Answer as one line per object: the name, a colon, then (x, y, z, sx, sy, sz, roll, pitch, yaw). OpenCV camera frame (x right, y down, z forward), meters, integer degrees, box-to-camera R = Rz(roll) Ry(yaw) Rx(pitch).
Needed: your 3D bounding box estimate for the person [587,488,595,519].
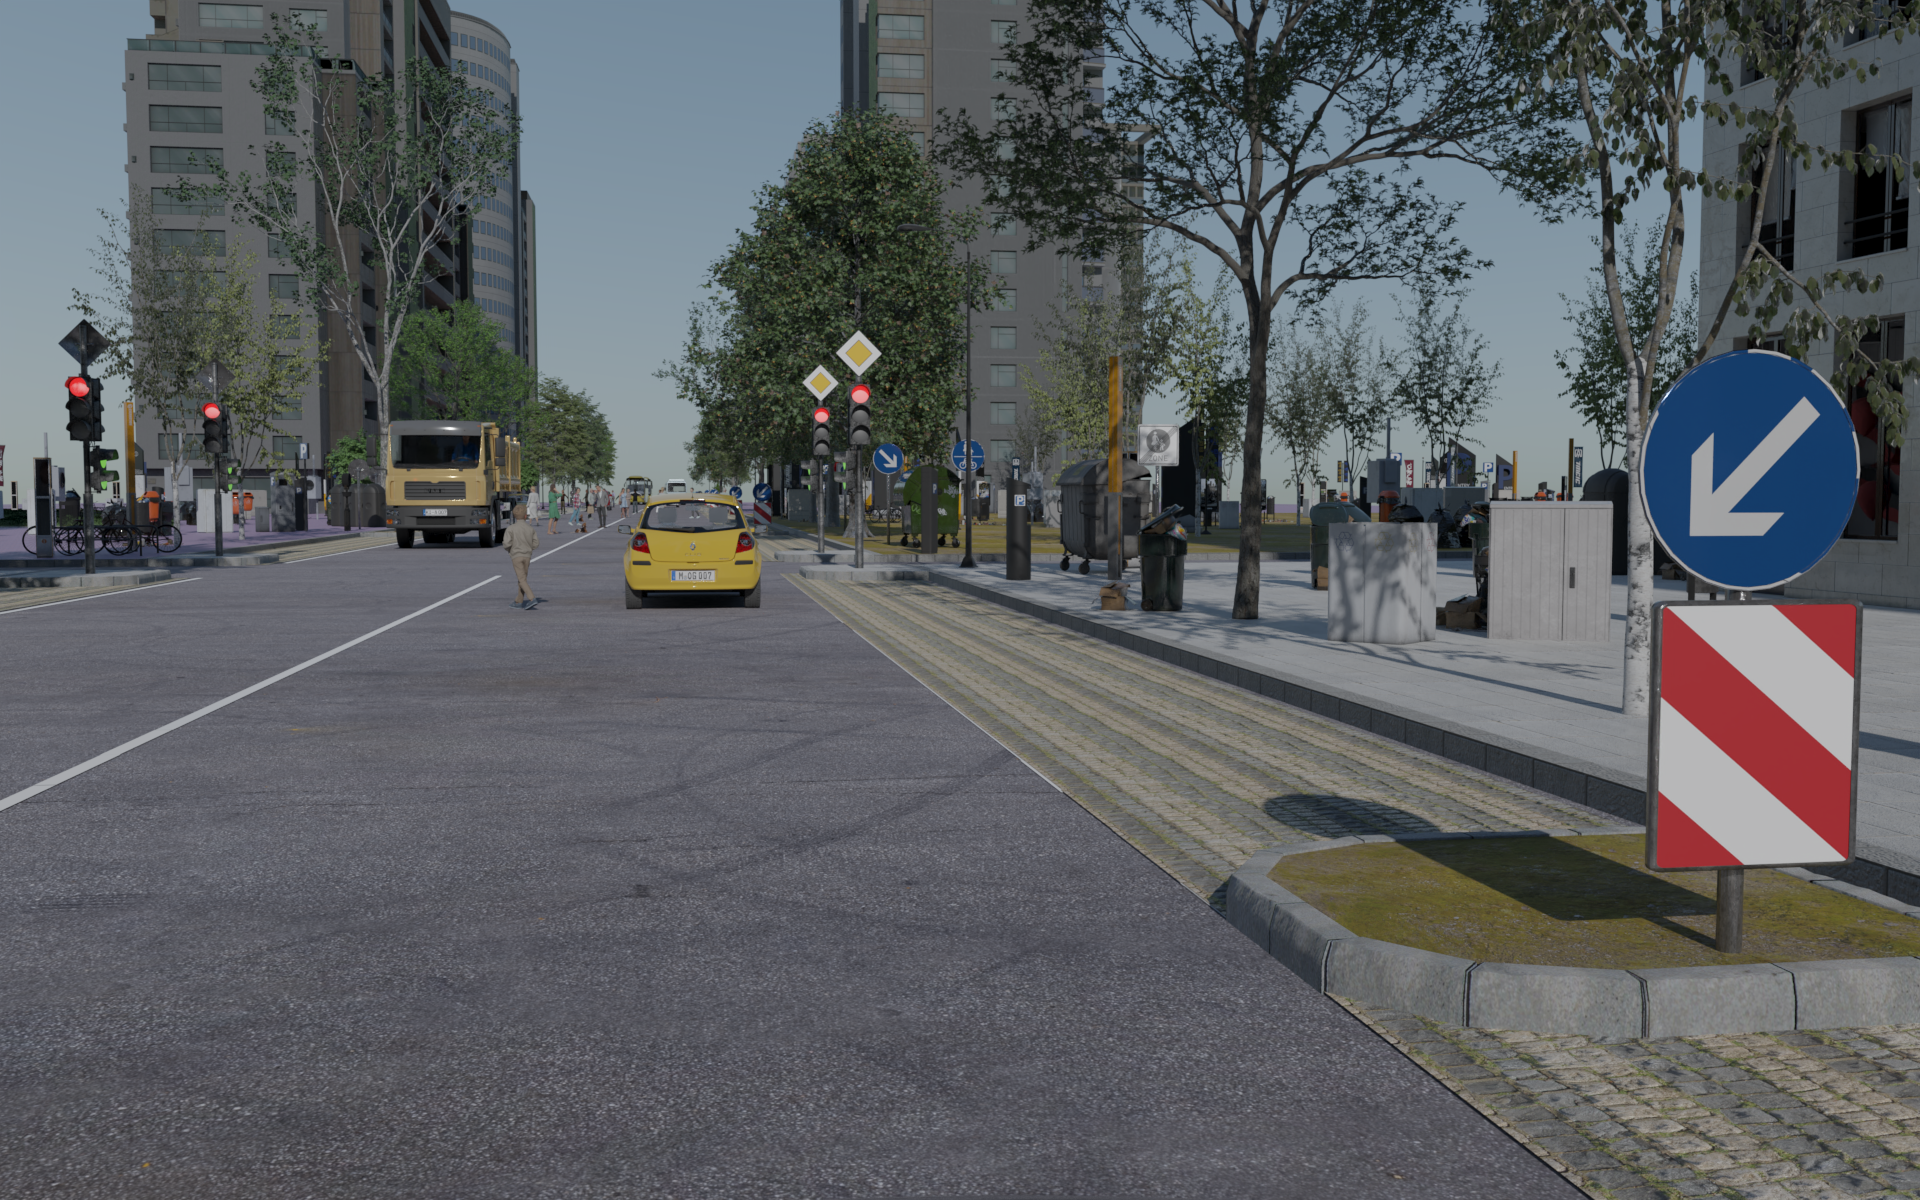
person: (-20.824, -5.416, 97.538, 0.515, 1.767, 0.782, 0, 4, 1)

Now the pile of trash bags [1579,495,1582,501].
pile of trash bags: (42.517, -6.650, 118.484, 3.447, 1.369, 1.912, 2, 4, 32)

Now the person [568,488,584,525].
person: (-17.617, -4.291, 79.497, 0.643, 1.720, 0.563, 1, 4, 11)

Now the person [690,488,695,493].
person: (-15.784, -5.778, 102.994, 0.620, 1.820, 0.660, -3, 5, -44)

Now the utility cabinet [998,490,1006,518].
utility cabinet: (2.588, -5.058, 91.374, 1.173, 1.500, 0.318, 2, 4, 29)

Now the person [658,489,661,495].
person: (-25.713, -8.551, 148.310, 1.348, 1.824, 0.705, 2, 4, 35)

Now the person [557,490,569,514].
person: (-28.095, -6.929, 122.306, 1.217, 1.766, 0.721, 1, 4, 23)

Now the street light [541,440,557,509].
street light: (-35.121, -10.733, 148.024, 1.470, 5.913, 1.316, -1, 4, -9)

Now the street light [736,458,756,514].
street light: (-13.990, -8.636, 113.734, 1.470, 5.913, 1.316, -1, 4, -9)

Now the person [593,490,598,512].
person: (-28.517, -7.740, 135.585, 0.617, 1.759, 0.750, -1, 4, -10)

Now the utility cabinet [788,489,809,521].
utility cabinet: (-7.613, -4.535, 82.830, 1.173, 1.500, 0.318, -1, 4, -14)

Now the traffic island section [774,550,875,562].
traffic island section: (-3.008, -0.951, 37.824, 2.009, 0.180, 2.903, -1, 4, -9)

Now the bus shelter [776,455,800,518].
bus shelter: (-8.775, -7.096, 93.647, 2.179, 5.291, 8.768, -1, 4, -9)

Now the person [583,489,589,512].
person: (-30.259, -8.058, 140.381, 0.705, 1.807, 1.348, 1, 4, 9)

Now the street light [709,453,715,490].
street light: (-27.545, -13.682, 196.242, 1.470, 5.913, 1.316, -1, 4, -9)

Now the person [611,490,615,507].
person: (-37.018, -10.759, 184.278, 0.599, 1.838, 0.709, -2, 4, -28)

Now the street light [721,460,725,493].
street light: (-20.039, -10.903, 150.802, 1.470, 5.913, 1.316, -1, 4, -9)

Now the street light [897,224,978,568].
street light: (-0.385, -3.516, 30.035, 1.470, 5.913, 1.316, -1, 4, -9)

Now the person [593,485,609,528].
person: (-15.161, -3.946, 73.195, 0.592, 1.802, 0.473, 1, 4, 20)

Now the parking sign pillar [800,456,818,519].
parking sign pillar: (-7.621, -5.948, 85.724, 1.447, 3.967, 1.447, -1, 4, -12)

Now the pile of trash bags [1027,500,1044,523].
pile of trash bags: (3.975, -4.210, 78.585, 3.447, 1.369, 1.912, 3, 5, 42)

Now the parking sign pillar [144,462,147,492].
parking sign pillar: (-49.341, -7.090, 104.400, 1.447, 3.967, 1.447, -2, 4, -31)

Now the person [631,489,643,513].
person: (-24.107, -7.337, 128.476, 1.348, 1.822, 0.705, -2, 4, -33)

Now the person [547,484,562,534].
person: (-14.533, -3.245, 61.798, 0.600, 1.795, 0.529, 3, 5, 43)

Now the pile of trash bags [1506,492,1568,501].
pile of trash bags: (24.599, -3.993, 75.030, 1.912, 1.369, 3.447, 0, 4, -3)

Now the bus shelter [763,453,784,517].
bus shelter: (-10.666, -6.745, 101.570, 1.731, 3.624, 6.357, -1, 4, -9)

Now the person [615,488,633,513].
person: (-25.142, -7.424, 129.520, 1.348, 1.869, 0.705, -2, 4, -25)

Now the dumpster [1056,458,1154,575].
dumpster: (2.367, -1.377, 28.277, 1.264, 1.857, 1.865, -1, 4, -9)

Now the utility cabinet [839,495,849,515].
utility cabinet: (-7.054, -5.814, 106.215, 1.020, 1.237, 0.306, -3, 5, -42)

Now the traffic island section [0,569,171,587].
traffic island section: (-14.046, -0.346, 27.938, 2.009, 0.180, 2.903, -1, 4, -9)

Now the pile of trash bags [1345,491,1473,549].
pile of trash bags: (11.297, -1.998, 42.426, 1.912, 1.369, 3.447, -1, 4, -21)

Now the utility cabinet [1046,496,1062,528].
utility cabinet: (3.752, -3.375, 66.344, 0.306, 1.237, 1.020, -3, 5, -44)

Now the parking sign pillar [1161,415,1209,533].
parking sign pillar: (7.358, -4.231, 57.652, 1.447, 3.967, 1.447, 0, 4, 0)

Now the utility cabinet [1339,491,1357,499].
utility cabinet: (24.688, -6.211, 110.228, 0.318, 1.500, 1.173, -3, 5, -41)

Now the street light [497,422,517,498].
street light: (-29.142, -8.486, 111.284, 1.470, 5.913, 1.316, -1, 4, -9)

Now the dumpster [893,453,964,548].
dumpster: (-0.749, -2.402, 41.763, 1.502, 2.255, 1.985, -1, 4, -9)

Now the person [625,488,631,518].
person: (-20.218, -5.909, 105.454, 0.374, 1.781, 0.599, 2, 4, 35)

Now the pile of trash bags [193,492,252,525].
pile of trash bags: (-31.325, -3.769, 71.382, 3.447, 1.369, 1.912, -1, 4, -11)

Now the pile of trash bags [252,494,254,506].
pile of trash bags: (-36.257, -4.574, 84.537, 3.447, 1.369, 1.912, -3, 4, -38)

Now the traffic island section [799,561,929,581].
traffic island section: (-1.717, -0.469, 29.944, 2.009, 0.180, 2.903, -1, 4, -9)

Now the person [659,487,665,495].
person: (-14.586, -4.637, 84.669, 0.624, 1.780, 0.694, -3, 5, -41)

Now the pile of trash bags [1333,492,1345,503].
pile of trash bags: (21.187, -5.213, 94.988, 1.912, 1.369, 3.447, 1, 4, 16)

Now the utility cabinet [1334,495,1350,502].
utility cabinet: (21.748, -5.329, 98.294, 1.020, 1.237, 0.306, -1, 4, -14)

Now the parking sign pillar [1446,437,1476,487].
parking sign pillar: (23.502, -5.678, 81.302, 1.447, 3.967, 1.447, 3, 4, 37)

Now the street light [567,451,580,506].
street light: (-41.295, -12.987, 184.882, 1.470, 5.913, 1.316, -1, 4, -9)

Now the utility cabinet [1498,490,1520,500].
utility cabinet: (30.521, -5.364, 96.383, 1.173, 1.500, 0.318, 0, 4, 1)

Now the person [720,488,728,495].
person: (-12.478, -5.074, 91.939, 0.782, 1.767, 0.515, 1, 4, 14)

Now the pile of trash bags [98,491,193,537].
pile of trash bags: (-25.058, -2.643, 52.969, 1.912, 1.369, 3.447, -3, 4, -39)

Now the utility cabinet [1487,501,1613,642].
utility cabinet: (5.198, -0.252, 15.278, 1.020, 1.237, 0.306, 1, 4, 19)

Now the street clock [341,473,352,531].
street clock: (-21.288, -3.399, 60.142, 0.358, 2.002, 0.471, 0, 4, -6)

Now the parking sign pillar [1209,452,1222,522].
parking sign pillar: (11.596, -5.598, 80.006, 1.447, 3.967, 1.447, -1, 4, -22)

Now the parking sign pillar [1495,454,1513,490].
parking sign pillar: (36.465, -7.779, 115.660, 1.447, 3.967, 1.447, 0, 4, -1)

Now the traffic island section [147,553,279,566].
traffic island section: (-15.336, -0.828, 35.818, 2.009, 0.180, 2.903, -1, 4, -9)

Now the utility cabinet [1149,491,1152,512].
utility cabinet: (12.295, -6.446, 114.069, 1.173, 1.500, 0.318, -3, 4, -38)

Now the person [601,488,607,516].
person: (-22.811, -6.235, 110.650, 0.583, 1.804, 0.606, 0, 4, -3)

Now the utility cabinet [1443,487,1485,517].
utility cabinet: (15.074, -2.640, 51.836, 1.173, 1.500, 0.318, 0, 4, 2)

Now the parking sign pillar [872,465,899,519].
parking sign pillar: (-3.802, -6.163, 89.242, 1.447, 3.967, 1.447, -1, 4, -12)
